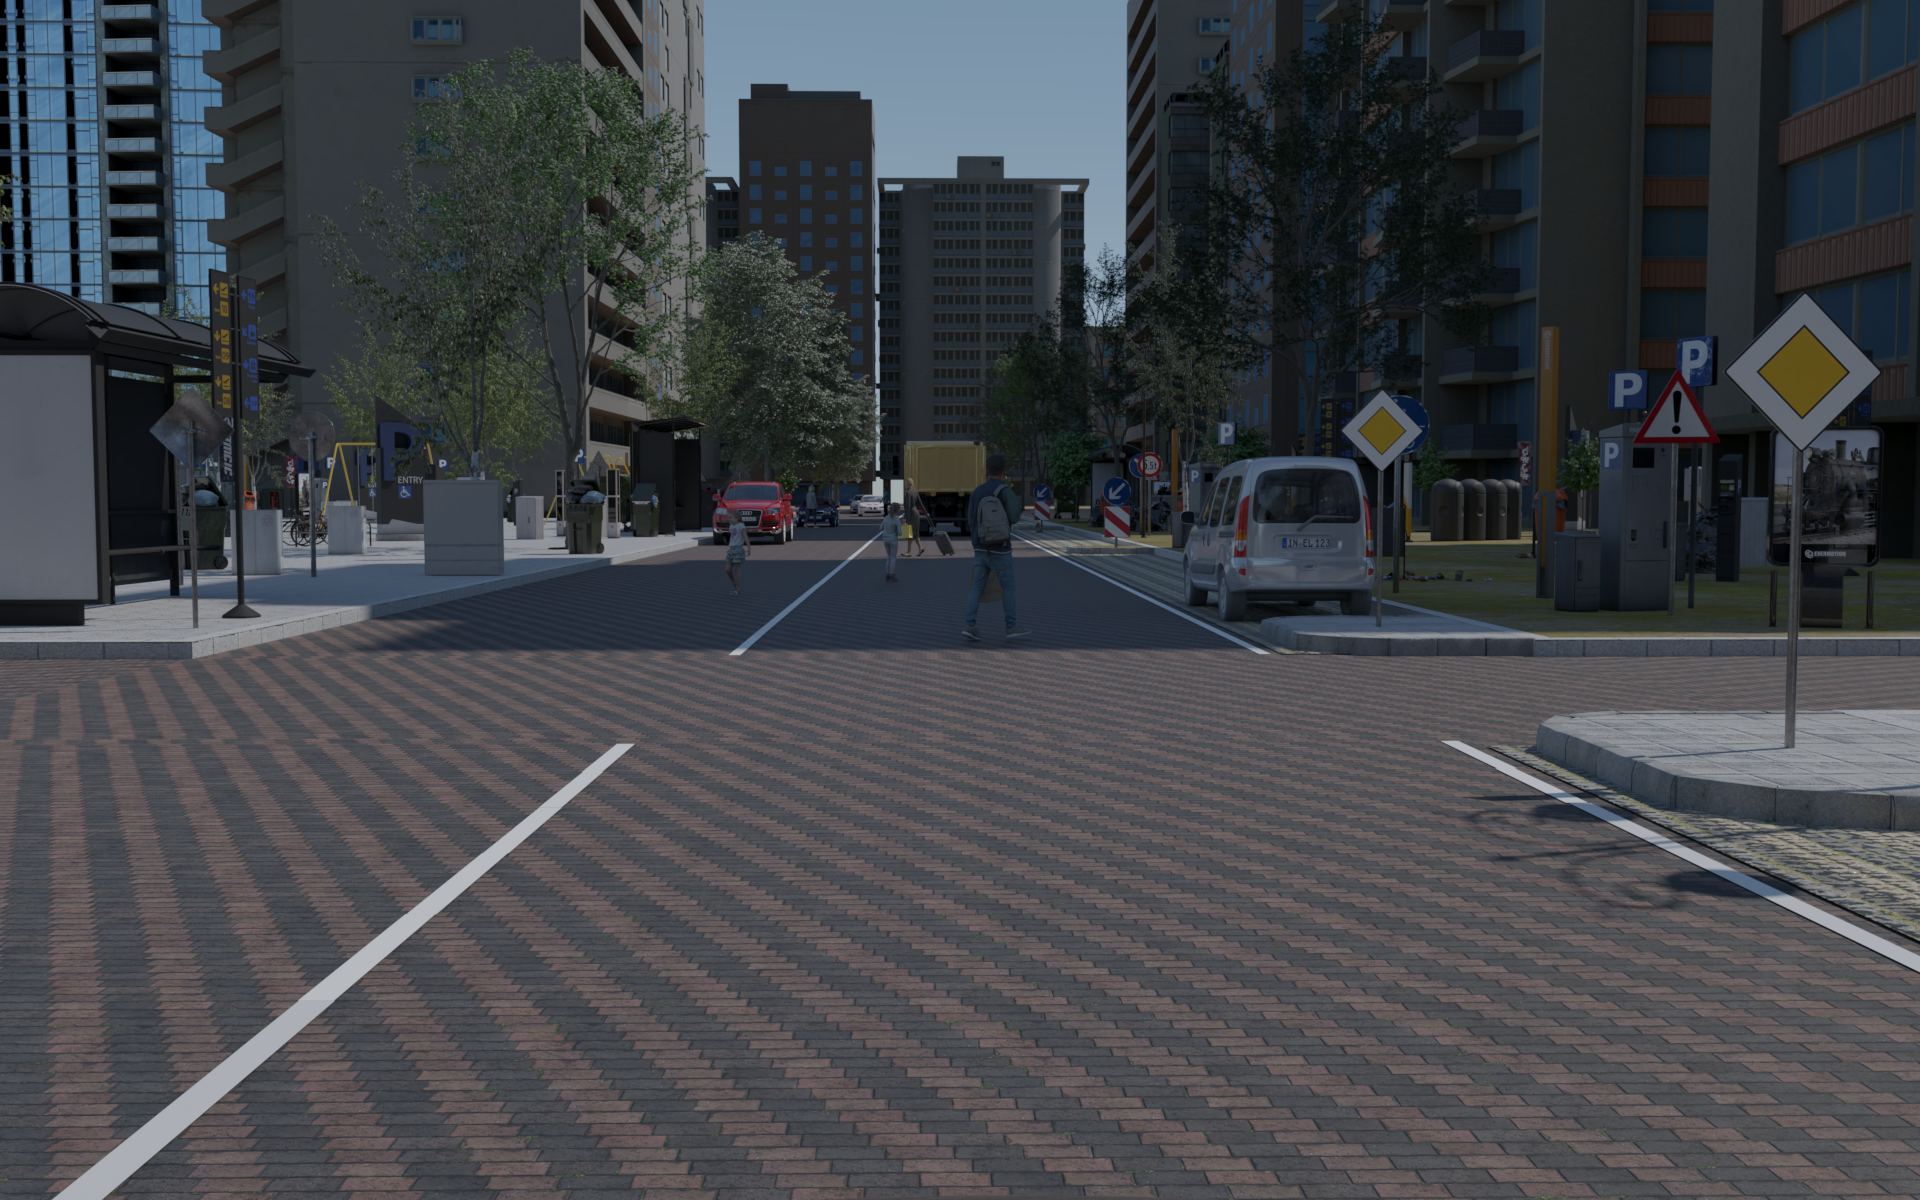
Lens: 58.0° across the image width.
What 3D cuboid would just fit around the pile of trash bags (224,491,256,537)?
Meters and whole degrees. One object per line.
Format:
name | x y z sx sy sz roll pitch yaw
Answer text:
pile of trash bags | -22.245 -2.559 51.594 1.912 1.369 3.447 1 4 16

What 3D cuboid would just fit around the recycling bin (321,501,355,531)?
recycling bin | -20.997 -2.797 58.288 0.722 1.027 0.722 3 4 38

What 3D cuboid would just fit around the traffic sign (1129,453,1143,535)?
traffic sign | 5.666 -3.307 54.173 0.768 2.556 0.104 0 4 4

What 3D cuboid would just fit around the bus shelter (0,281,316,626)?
bus shelter | -9.145 -1.552 19.305 2.014 3.302 5.546 0 4 -1

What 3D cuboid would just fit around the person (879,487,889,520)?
person | -4.122 -5.320 95.467 0.705 1.826 1.348 1 4 16

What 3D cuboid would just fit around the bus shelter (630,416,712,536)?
bus shelter | -9.196 -3.927 55.484 1.731 3.624 6.357 0 4 -1

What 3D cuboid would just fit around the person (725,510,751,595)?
person | -3.121 -0.681 24.655 0.505 1.210 0.382 3 5 40

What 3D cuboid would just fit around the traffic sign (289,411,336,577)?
traffic sign | -9.991 -1.627 26.701 0.768 2.556 0.104 0 4 8

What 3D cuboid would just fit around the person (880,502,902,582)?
person | -1.112 -0.954 28.373 0.425 1.301 0.394 1 4 21

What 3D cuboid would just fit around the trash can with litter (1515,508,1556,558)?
trash can with litter | 12.046 -1.463 34.984 2.233 1.210 1.678 -3 5 -40

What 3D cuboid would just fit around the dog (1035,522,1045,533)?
dog | 2.970 -2.655 63.600 0.748 0.427 0.550 -3 5 -41

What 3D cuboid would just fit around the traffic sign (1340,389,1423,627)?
traffic sign | 4.043 -0.797 16.675 0.795 2.450 0.064 0 4 -1

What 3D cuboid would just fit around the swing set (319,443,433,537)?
swing set | -17.798 -3.393 53.092 3.119 2.851 2.862 0 4 6

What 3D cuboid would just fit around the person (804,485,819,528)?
person | -6.281 -3.909 72.587 0.728 1.800 0.709 -3 5 -44

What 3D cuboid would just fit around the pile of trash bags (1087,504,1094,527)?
pile of trash bags | 5.807 -3.496 66.907 1.912 1.369 3.447 1 4 11

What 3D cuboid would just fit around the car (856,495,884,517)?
car | -5.589 -6.023 110.843 2.083 1.381 4.827 0 4 -3

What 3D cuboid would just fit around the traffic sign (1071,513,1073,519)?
traffic sign | 5.878 -5.541 90.707 0.768 2.556 0.104 0 4 5

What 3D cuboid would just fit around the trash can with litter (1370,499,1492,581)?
trash can with litter | 6.757 -0.901 25.791 2.233 1.210 1.678 1 4 19

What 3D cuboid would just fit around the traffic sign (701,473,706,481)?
traffic sign | -10.987 -4.398 71.912 0.884 2.594 0.081 0 4 2

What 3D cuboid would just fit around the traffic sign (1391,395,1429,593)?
traffic sign | 5.656 -1.363 22.395 0.768 2.556 0.104 0 4 6

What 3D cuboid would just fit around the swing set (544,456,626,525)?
swing set | -15.301 -4.520 71.516 2.862 2.851 3.119 -3 5 -41

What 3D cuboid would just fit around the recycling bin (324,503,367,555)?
recycling bin | -13.084 -1.494 36.985 0.722 1.027 0.722 -1 4 -13

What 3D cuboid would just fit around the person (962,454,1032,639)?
person | 0.306 -0.521 17.002 0.713 1.824 0.794 -3 4 -36

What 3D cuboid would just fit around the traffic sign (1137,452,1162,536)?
traffic sign | 5.793 -3.233 52.959 0.768 2.556 0.104 0 4 3

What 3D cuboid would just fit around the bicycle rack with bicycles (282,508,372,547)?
bicycle rack with bicycles | -15.962 -1.808 42.946 2.925 0.926 2.852 -2 4 -33

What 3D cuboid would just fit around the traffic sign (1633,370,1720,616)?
traffic sign | 7.511 -1.114 18.225 0.884 2.594 0.081 0 4 4

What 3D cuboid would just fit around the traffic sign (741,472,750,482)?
traffic sign | -11.368 -5.532 90.548 0.768 2.556 0.104 0 4 1

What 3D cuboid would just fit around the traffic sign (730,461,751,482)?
traffic sign | -8.635 -4.165 68.108 0.884 2.594 0.081 0 4 6

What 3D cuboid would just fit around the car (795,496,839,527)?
car | -6.266 -3.894 76.250 1.945 1.354 3.894 0 4 -1

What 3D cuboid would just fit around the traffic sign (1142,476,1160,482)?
traffic sign | 8.051 -4.492 73.446 0.884 2.594 0.081 0 4 8

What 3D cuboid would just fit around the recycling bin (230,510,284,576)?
recycling bin | -11.190 -0.919 27.583 0.722 1.027 0.722 -1 4 -18

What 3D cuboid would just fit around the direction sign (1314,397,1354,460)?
direction sign | 8.873 -2.988 40.854 0.876 3.537 0.379 3 5 44

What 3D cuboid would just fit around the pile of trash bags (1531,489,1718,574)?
pile of trash bags | 11.405 -1.200 29.374 3.447 1.369 1.912 3 4 38

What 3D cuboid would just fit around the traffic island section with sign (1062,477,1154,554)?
traffic island section with sign | 3.603 -2.033 41.872 1.989 1.847 2.006 0 4 -1

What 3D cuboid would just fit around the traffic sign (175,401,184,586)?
traffic sign | -10.934 -1.482 24.240 0.884 2.594 0.081 0 4 3

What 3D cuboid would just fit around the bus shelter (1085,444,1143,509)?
bus shelter | 6.487 -4.803 72.452 2.014 3.302 5.546 0 4 -1

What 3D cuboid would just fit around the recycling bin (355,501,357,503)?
recycling bin | -23.625 -3.313 66.729 0.722 1.027 0.722 -1 4 -23

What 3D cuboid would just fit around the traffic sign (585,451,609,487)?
traffic sign | -10.821 -3.174 51.897 0.884 2.594 0.081 0 4 7

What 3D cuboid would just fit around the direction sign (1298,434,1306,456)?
direction sign | 13.097 -4.464 64.989 0.876 3.537 0.379 2 4 35

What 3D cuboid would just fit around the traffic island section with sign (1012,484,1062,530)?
traffic island section with sign | 3.099 -3.682 68.823 1.989 1.847 2.006 0 4 -1

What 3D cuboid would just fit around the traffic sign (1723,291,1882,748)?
traffic sign | 4.191 -0.309 8.692 0.795 2.450 0.064 0 4 -1

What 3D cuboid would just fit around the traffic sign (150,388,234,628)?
traffic sign | -7.300 -0.786 16.486 0.795 2.450 0.064 0 4 -1

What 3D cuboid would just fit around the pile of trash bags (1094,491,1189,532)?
pile of trash bags | 6.573 -3.026 59.225 1.912 1.369 3.447 -3 5 -39

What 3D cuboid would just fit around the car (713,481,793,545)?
car | -6.013 -2.568 50.665 2.281 1.827 5.304 0 4 -2

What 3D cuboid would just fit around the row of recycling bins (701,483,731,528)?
row of recycling bins | -10.122 -3.622 66.331 3.534 1.692 1.069 -2 4 -24

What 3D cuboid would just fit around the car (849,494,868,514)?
car | -6.947 -6.909 124.970 2.014 1.417 4.499 0 4 1

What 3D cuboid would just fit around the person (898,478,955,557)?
person | -0.790 -1.902 39.816 1.509 1.804 0.699 -2 4 -29

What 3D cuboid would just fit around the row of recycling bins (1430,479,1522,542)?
row of recycling bins | 14.374 -2.499 47.978 3.534 1.692 1.069 -3 4 -38
